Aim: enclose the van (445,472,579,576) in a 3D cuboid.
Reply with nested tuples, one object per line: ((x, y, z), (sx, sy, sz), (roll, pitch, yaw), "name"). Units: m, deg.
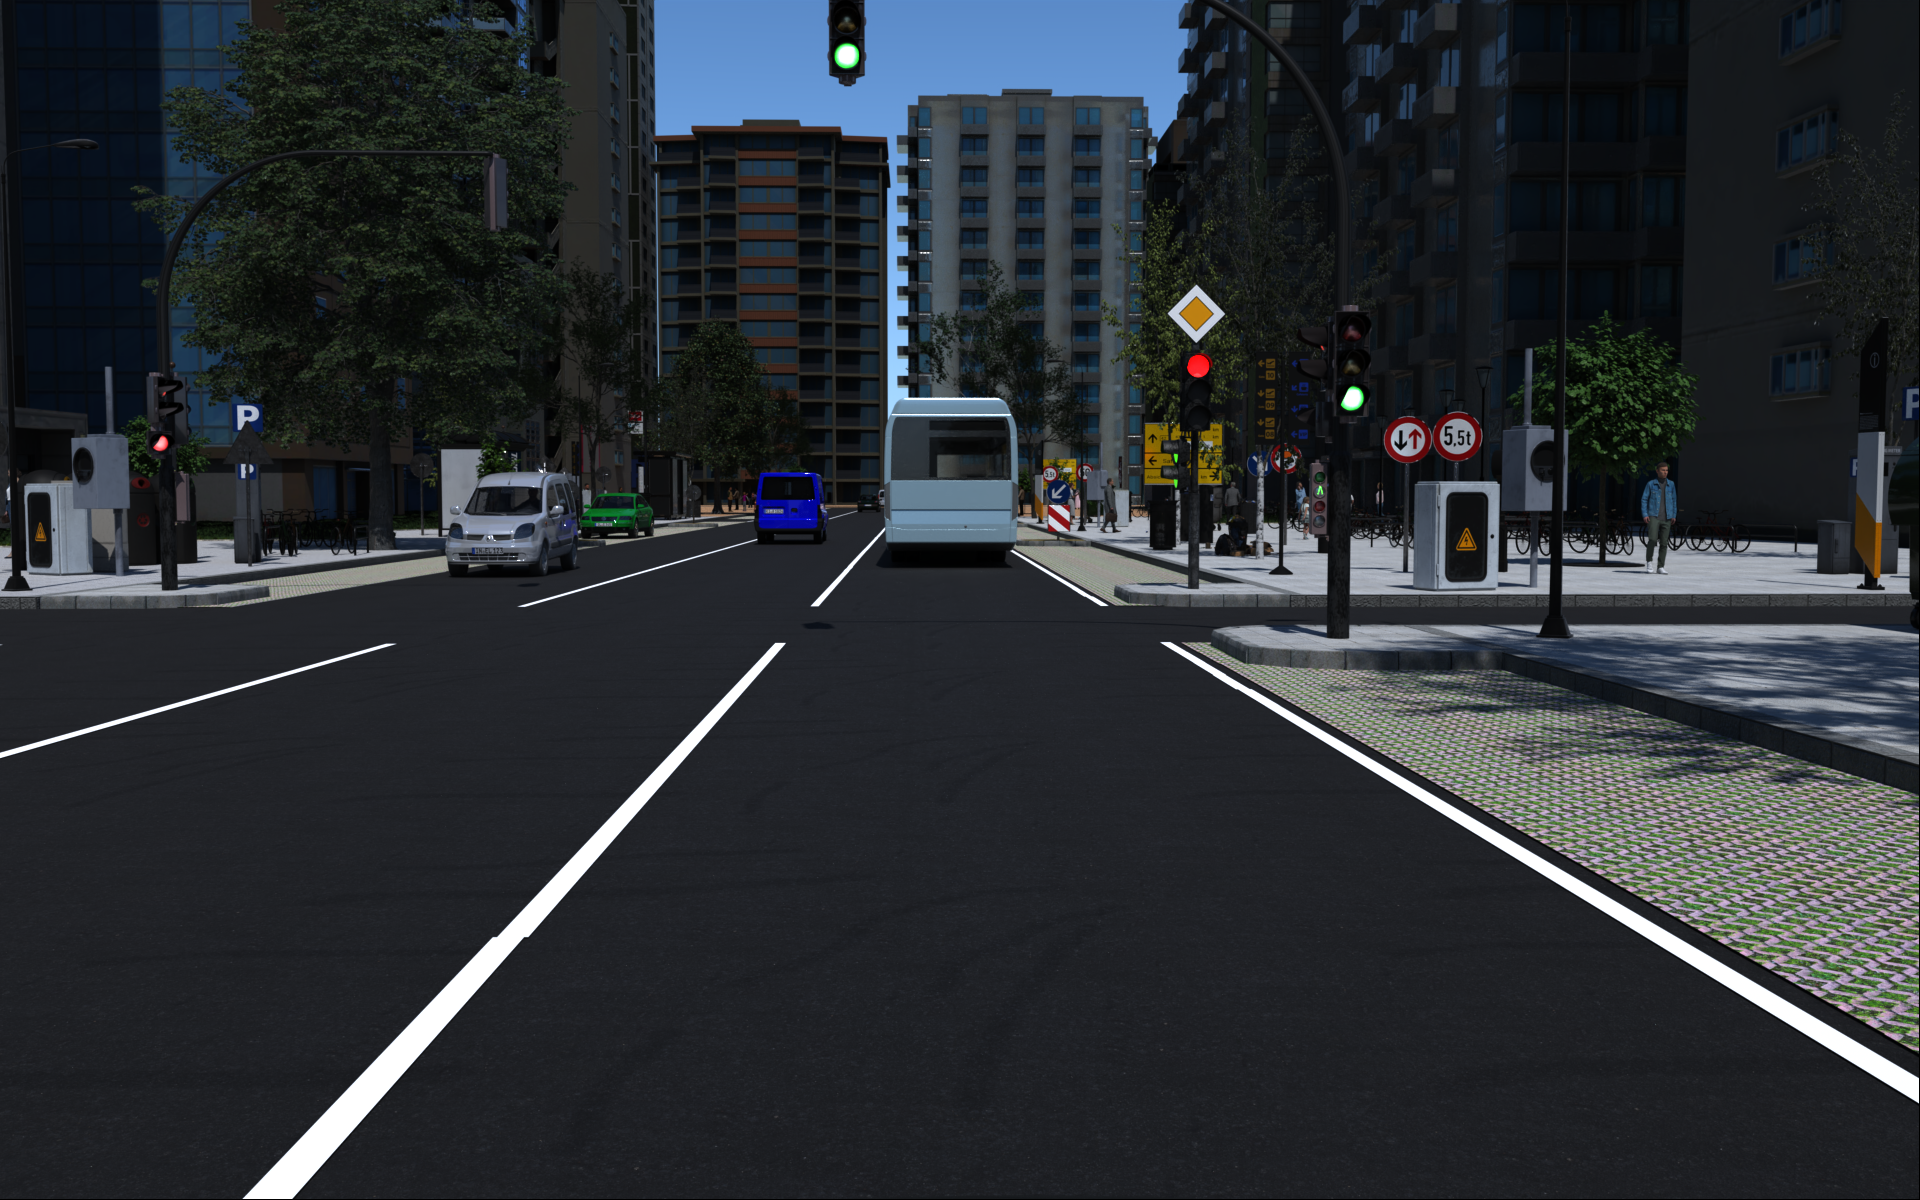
((-8.078, -1.494, 31.435), (2.013, 2.044, 4.112), (0, 4, -1), "van")

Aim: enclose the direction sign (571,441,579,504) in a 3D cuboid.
((-16.504, -5.046, 74.498), (0.379, 3.537, 0.876), (1, 4, 10), "direction sign")

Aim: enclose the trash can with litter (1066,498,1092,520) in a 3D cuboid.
((5.932, -4.662, 87.287), (2.233, 1.210, 1.678), (-2, 4, -33), "trash can with litter")

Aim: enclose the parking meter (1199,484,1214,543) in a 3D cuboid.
((6.420, -2.249, 45.179), (0.372, 1.533, 0.369), (0, 3, 0), "parking meter")

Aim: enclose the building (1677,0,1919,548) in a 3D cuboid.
((32.781, -25.953, 48.035), (21.600, 48.544, 21.300), (0, 4, -1), "building")

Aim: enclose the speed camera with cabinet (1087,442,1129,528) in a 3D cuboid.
((5.722, -4.440, 66.938), (0.660, 3.252, 2.038), (3, 5, 41), "speed camera with cabinet")

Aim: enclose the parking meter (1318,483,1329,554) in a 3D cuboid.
((7.944, -1.779, 37.493), (0.372, 1.533, 0.369), (0, 3, 0), "parking meter")

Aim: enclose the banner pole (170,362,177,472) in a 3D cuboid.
((-15.018, -2.633, 33.071), (0.401, 3.779, 0.863), (-2, 4, -29), "banner pole")

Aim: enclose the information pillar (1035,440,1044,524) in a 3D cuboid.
((3.427, -5.108, 74.875), (0.183, 3.616, 0.504), (-3, 4, -36), "information pillar")

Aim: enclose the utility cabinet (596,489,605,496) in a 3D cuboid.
((-15.558, -4.031, 74.588), (0.318, 1.500, 1.173), (-2, 4, -24), "utility cabinet")

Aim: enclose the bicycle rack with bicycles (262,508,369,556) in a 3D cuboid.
((-13.751, -1.422, 36.637), (2.852, 0.926, 2.925), (-1, 4, -9), "bicycle rack with bicycles")

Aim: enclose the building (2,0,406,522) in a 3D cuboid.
((-32.907, -25.956, 74.490), (14.600, 45.320, 14.200), (0, 4, -1), "building")

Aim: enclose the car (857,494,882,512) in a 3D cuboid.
((-7.193, -7.792, 137.179), (2.009, 1.686, 4.222), (0, 4, 0), "car")

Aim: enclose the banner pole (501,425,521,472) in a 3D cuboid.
((-16.414, -4.478, 63.227), (0.863, 3.779, 0.401), (0, 4, -2), "banner pole")

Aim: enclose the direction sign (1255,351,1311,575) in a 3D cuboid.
((5.126, -2.175, 27.562), (0.876, 3.537, 0.379), (0, 4, -4), "direction sign")

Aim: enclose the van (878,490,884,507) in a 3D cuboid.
((-7.100, -9.706, 165.705), (2.013, 2.044, 4.112), (0, 4, -2), "van")

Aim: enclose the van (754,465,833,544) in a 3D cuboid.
((-4.946, -2.868, 51.274), (2.240, 2.365, 5.245), (0, 4, -2), "van")

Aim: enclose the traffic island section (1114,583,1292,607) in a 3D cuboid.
((3.181, -0.071, 23.438), (2.009, 0.180, 2.903), (0, 4, -1), "traffic island section")

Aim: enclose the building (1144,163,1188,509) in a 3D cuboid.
((23.242, -23.385, 154.050), (14.160, 30.474, 14.107), (0, 4, -1), "building")

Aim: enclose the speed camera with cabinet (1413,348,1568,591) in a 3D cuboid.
((7.132, -1.767, 23.231), (2.038, 3.252, 0.660), (-1, 4, -18), "speed camera with cabinet")

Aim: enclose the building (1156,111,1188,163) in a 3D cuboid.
((30.949, -33.815, 202.988), (14.200, 45.320, 14.600), (0, 4, -1), "building")

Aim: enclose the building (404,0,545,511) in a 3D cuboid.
((-39.751, -48.832, 111.081), (22.319, 86.520, 31.000), (0, 4, -1), "building")

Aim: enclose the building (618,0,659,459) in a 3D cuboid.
((-47.461, -46.798, 203.402), (20.611, 71.187, 20.563), (0, 4, -1), "building")

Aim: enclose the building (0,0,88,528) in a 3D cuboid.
((-36.682, -37.175, 46.068), (20.563, 71.187, 20.611), (0, 4, -1), "building")

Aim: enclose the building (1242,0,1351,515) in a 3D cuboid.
((24.985, -26.036, 109.282), (14.154, 41.232, 14.086), (0, 4, -1), "building")

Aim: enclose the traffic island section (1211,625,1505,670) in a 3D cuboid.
((3.381, 0.417, 15.455), (2.009, 0.180, 2.903), (0, 4, -1), "traffic island section")

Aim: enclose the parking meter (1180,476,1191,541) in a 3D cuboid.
((6.118, -2.536, 47.167), (0.399, 1.863, 0.255), (0, 4, 6), "parking meter")

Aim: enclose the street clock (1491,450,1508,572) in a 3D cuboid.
((8.900, -1.462, 28.469), (0.358, 2.002, 0.471), (2, 4, 34), "street clock")

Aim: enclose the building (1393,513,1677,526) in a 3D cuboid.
((31.061, -28.265, 81.735), (23.786, 49.044, 30.456), (0, 4, -1), "building")

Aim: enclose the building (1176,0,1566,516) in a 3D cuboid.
((28.730, -31.301, 131.373), (23.786, 49.044, 30.456), (0, 4, -1), "building")

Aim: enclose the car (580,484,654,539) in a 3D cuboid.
((-11.193, -2.929, 56.687), (1.959, 1.807, 4.718), (0, 3, 0), "car")

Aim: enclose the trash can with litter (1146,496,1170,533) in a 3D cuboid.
((7.015, -2.850, 57.653), (1.678, 1.210, 2.233), (0, 4, 1), "trash can with litter")

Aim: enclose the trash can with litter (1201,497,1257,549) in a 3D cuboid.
((6.442, -1.822, 40.853), (2.233, 1.210, 1.678), (-1, 4, -14), "trash can with litter")

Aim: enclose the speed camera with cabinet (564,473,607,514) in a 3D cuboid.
((-16.600, -5.031, 76.593), (0.660, 3.252, 2.038), (3, 5, 41), "speed camera with cabinet")

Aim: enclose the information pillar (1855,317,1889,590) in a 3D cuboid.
((12.235, -1.951, 23.250), (0.183, 3.616, 0.504), (0, 4, -4), "information pillar")

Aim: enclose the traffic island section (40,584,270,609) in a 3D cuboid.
((-10.556, -0.050, 23.099), (2.009, 0.180, 2.903), (0, 4, -1), "traffic island section")

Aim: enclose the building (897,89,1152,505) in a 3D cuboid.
((7.750, -35.965, 207.640), (30.456, 49.044, 23.786), (0, 4, -1), "building")

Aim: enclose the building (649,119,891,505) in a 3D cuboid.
((-22.745, -33.690, 205.457), (28.867, 44.769, 22.147), (0, 4, -1), "building")

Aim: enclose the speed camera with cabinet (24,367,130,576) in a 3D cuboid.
((-13.904, -2.011, 27.220), (2.038, 3.252, 0.660), (2, 4, 33), "speed camera with cabinet")

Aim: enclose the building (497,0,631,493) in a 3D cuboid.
((-40.726, -32.102, 148.571), (21.600, 48.544, 21.300), (0, 4, -1), "building")

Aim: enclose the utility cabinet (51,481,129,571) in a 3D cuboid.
((-14.309, -1.212, 28.503), (1.173, 1.500, 0.318), (1, 4, 11), "utility cabinet")
